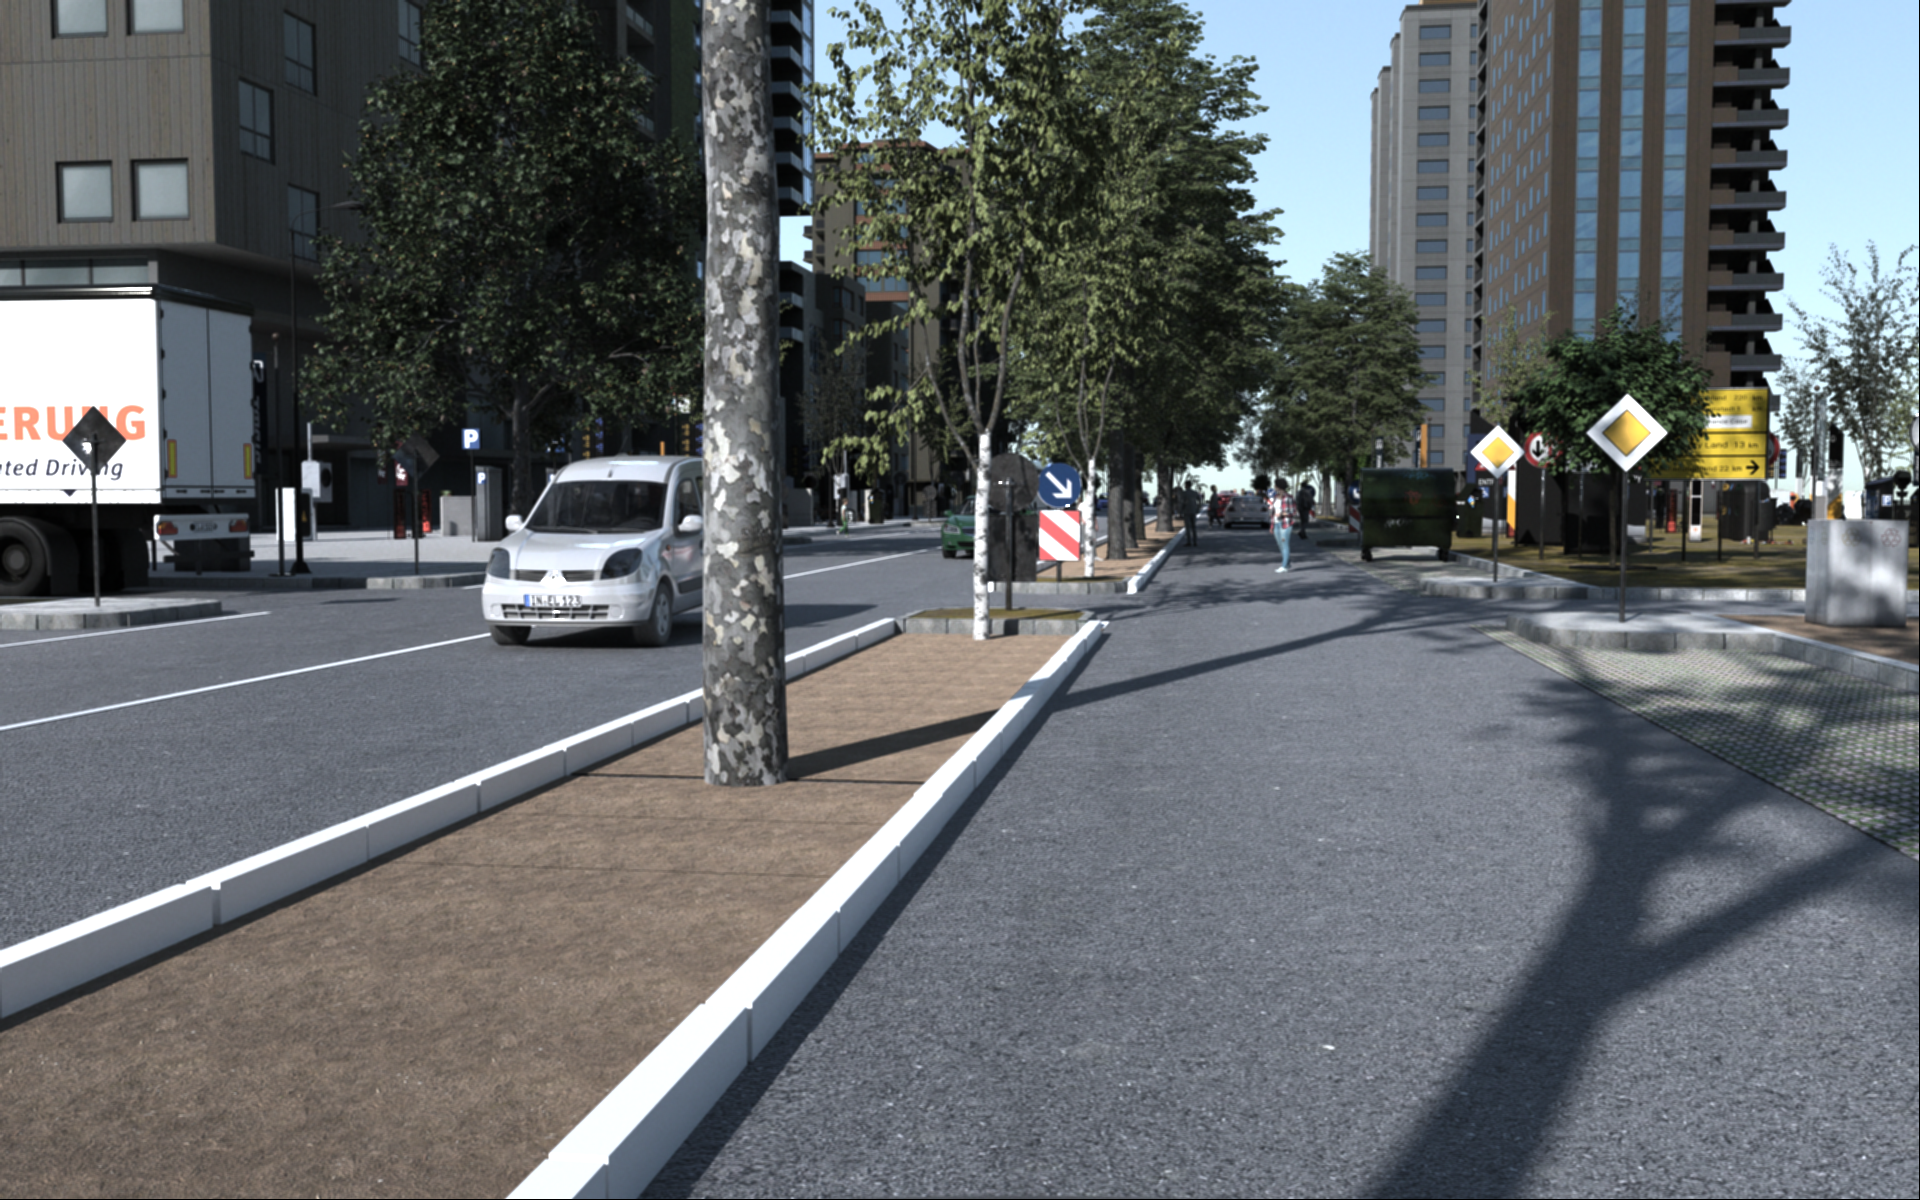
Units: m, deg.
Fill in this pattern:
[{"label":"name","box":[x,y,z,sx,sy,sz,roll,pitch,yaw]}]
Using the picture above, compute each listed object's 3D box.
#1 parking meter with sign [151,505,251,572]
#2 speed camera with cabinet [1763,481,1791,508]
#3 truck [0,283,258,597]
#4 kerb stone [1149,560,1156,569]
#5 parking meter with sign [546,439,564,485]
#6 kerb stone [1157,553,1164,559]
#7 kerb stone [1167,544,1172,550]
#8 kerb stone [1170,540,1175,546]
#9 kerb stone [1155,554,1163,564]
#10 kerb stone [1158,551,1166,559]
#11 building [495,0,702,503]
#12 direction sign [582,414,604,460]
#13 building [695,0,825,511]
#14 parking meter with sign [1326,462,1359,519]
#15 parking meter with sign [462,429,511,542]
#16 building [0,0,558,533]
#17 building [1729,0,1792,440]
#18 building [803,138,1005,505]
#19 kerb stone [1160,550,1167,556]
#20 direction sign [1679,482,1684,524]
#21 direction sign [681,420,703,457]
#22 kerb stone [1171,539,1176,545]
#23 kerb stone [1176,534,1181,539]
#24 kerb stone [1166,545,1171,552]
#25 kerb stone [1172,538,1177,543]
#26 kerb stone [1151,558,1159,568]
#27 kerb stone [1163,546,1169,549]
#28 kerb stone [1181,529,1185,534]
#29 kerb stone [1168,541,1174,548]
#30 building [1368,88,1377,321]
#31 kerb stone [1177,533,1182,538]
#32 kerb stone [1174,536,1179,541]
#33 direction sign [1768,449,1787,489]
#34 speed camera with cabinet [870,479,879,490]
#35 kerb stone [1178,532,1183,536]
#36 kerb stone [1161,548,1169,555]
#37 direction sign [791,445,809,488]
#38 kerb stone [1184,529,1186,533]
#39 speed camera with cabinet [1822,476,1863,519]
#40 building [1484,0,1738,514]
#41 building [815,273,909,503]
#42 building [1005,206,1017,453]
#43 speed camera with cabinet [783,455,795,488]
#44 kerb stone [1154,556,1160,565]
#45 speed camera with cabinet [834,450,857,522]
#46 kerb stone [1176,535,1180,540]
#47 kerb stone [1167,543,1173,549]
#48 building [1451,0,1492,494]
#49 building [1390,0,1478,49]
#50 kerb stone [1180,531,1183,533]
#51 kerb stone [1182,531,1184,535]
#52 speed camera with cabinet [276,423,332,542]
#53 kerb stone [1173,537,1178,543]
[{"label":"parking meter with sign","box":[-12.690,-1.990,28.792,1.738,3.016,0.543,1,4,10]},{"label":"speed camera with cabinet","box":[35.363,-4.980,75.761,2.038,3.252,0.660,-1,4,-22]},{"label":"truck","box":[-16.027,-2.206,24.986,11.283,4.237,2.839,0,4,8]},{"label":"kerb stone","box":[3.485,-0.588,31.842,0.120,0.150,1.000,1,4,8]},{"label":"parking meter with sign","box":[-11.815,-3.318,50.505,0.543,3.016,1.738,-1,4,-14]},{"label":"kerb stone","box":[4.103,-0.838,35.900,0.120,0.150,1.000,1,4,8]},{"label":"kerb stone","box":[4.996,-1.205,41.983,0.120,0.150,1.000,1,4,8]},{"label":"kerb stone","box":[5.452,-1.396,45.019,0.120,0.150,1.000,1,4,8]},{"label":"kerb stone","box":[3.954,-0.775,34.889,0.120,0.150,1.000,1,4,8]},{"label":"kerb stone","box":[4.253,-0.892,36.911,0.120,0.150,1.000,1,4,8]},{"label":"building","box":[-22.693,-25.004,92.403,14.154,41.232,14.086,1,4,8]},{"label":"direction sign","box":[-10.413,-3.499,49.201,0.876,3.537,0.379,2,4,35]},{"label":"building","box":[-21.963,-49.378,120.001,22.319,86.520,31.000,1,4,8]},{"label":"parking meter with sign","box":[20.113,-5.791,90.940,1.738,3.016,0.543,0,4,7]},{"label":"parking meter with sign","box":[-12.748,-3.102,46.984,0.543,3.016,1.738,1,4,18]},{"label":"building","box":[-33.228,-29.072,64.560,28.713,52.752,27.495,1,4,8]},{"label":"building","box":[44.994,-28.412,114.652,14.600,45.320,14.200,1,4,8]},{"label":"building","box":[-7.447,-34.335,216.008,22.147,44.769,28.867,1,4,8]},{"label":"kerb stone","box":[4.396,-0.957,37.927,0.120,0.150,1.000,1,4,8]},{"label":"direction sign","box":[31.105,-5.038,74.371,0.379,3.537,0.876,3,4,38]},{"label":"direction sign","box":[-8.209,-3.748,53.279,0.876,3.537,0.379,2,4,30]},{"label":"kerb stone","box":[5.606,-1.458,46.031,0.120,0.150,1.000,1,4,8]},{"label":"kerb stone","box":[6.503,-1.829,52.102,0.120,0.150,1.000,1,4,8]},{"label":"kerb stone","box":[4.847,-1.145,40.972,0.120,0.150,1.000,1,4,8]},{"label":"kerb stone","box":[5.756,-1.520,47.041,0.120,0.150,1.000,1,4,8]},{"label":"kerb stone","box":[3.646,-0.646,32.864,0.120,0.150,1.000,1,4,8]},{"label":"kerb stone","box":[4.695,-1.087,39.961,0.120,0.150,1.000,1,4,8]},{"label":"kerb stone","box":[7.404,-2.199,58.172,0.120,0.150,1.000,1,4,8]},{"label":"kerb stone","box":[5.310,-1.334,44.007,0.120,0.150,1.000,1,4,8]},{"label":"building","box":[67.061,-42.604,238.573,21.231,58.520,28.212,1,4,8]},{"label":"kerb stone","box":[6.656,-1.889,53.113,0.120,0.150,1.000,1,4,8]},{"label":"kerb stone","box":[6.056,-1.644,49.069,0.120,0.150,1.000,1,4,8]},{"label":"direction sign","box":[40.962,-5.806,86.928,0.876,3.537,0.379,1,4,21]},{"label":"speed camera with cabinet","box":[-5.753,-6.617,102.528,2.038,3.252,0.660,2,4,35]},{"label":"kerb stone","box":[6.812,-1.953,54.123,0.120,0.150,1.000,1,4,8]},{"label":"kerb stone","box":[4.557,-1.021,38.937,0.120,0.150,1.000,1,4,8]},{"label":"direction sign","box":[-7.374,-5.375,79.879,0.876,3.537,0.379,1,4,16]},{"label":"kerb stone","box":[7.554,-2.259,59.184,0.120,0.150,1.000,1,4,8]},{"label":"speed camera with cabinet","box":[45.991,-5.851,90.003,2.038,3.252,0.660,3,4,37]},{"label":"building","box":[47.447,-29.266,128.617,14.600,45.320,14.200,1,4,8]},{"label":"building","box":[-20.667,-18.795,152.330,27.650,21.520,28.899,1,4,8]},{"label":"building","box":[-3.663,-36.083,244.576,22.147,44.769,28.867,1,4,8]},{"label":"speed camera with cabinet","box":[-8.554,-5.647,86.658,0.660,3.252,2.038,-1,4,-8]},{"label":"kerb stone","box":[3.792,-0.714,33.875,0.120,0.150,1.000,1,4,8]},{"label":"speed camera with cabinet","box":[-5.229,-5.187,79.147,0.660,3.252,2.038,1,4,12]},{"label":"kerb stone","box":[6.356,-1.767,51.091,0.120,0.150,1.000,1,4,8]},{"label":"kerb stone","box":[5.157,-1.269,42.997,0.120,0.150,1.000,1,4,8]},{"label":"building","box":[52.916,-43.220,144.899,20.563,71.187,20.611,1,4,8]},{"label":"building","box":[62.826,-40.886,210.492,21.231,58.520,28.212,1,4,8]},{"label":"kerb stone","box":[6.954,-2.015,55.135,0.120,0.150,1.000,1,4,8]},{"label":"kerb stone","box":[7.102,-2.072,56.148,0.120,0.150,1.000,1,4,8]},{"label":"speed camera with cabinet","box":[-17.923,-3.242,47.348,0.660,3.252,2.038,0,4,8]},{"label":"kerb stone","box":[5.901,-1.581,48.055,0.120,0.150,1.000,1,4,8]}]
